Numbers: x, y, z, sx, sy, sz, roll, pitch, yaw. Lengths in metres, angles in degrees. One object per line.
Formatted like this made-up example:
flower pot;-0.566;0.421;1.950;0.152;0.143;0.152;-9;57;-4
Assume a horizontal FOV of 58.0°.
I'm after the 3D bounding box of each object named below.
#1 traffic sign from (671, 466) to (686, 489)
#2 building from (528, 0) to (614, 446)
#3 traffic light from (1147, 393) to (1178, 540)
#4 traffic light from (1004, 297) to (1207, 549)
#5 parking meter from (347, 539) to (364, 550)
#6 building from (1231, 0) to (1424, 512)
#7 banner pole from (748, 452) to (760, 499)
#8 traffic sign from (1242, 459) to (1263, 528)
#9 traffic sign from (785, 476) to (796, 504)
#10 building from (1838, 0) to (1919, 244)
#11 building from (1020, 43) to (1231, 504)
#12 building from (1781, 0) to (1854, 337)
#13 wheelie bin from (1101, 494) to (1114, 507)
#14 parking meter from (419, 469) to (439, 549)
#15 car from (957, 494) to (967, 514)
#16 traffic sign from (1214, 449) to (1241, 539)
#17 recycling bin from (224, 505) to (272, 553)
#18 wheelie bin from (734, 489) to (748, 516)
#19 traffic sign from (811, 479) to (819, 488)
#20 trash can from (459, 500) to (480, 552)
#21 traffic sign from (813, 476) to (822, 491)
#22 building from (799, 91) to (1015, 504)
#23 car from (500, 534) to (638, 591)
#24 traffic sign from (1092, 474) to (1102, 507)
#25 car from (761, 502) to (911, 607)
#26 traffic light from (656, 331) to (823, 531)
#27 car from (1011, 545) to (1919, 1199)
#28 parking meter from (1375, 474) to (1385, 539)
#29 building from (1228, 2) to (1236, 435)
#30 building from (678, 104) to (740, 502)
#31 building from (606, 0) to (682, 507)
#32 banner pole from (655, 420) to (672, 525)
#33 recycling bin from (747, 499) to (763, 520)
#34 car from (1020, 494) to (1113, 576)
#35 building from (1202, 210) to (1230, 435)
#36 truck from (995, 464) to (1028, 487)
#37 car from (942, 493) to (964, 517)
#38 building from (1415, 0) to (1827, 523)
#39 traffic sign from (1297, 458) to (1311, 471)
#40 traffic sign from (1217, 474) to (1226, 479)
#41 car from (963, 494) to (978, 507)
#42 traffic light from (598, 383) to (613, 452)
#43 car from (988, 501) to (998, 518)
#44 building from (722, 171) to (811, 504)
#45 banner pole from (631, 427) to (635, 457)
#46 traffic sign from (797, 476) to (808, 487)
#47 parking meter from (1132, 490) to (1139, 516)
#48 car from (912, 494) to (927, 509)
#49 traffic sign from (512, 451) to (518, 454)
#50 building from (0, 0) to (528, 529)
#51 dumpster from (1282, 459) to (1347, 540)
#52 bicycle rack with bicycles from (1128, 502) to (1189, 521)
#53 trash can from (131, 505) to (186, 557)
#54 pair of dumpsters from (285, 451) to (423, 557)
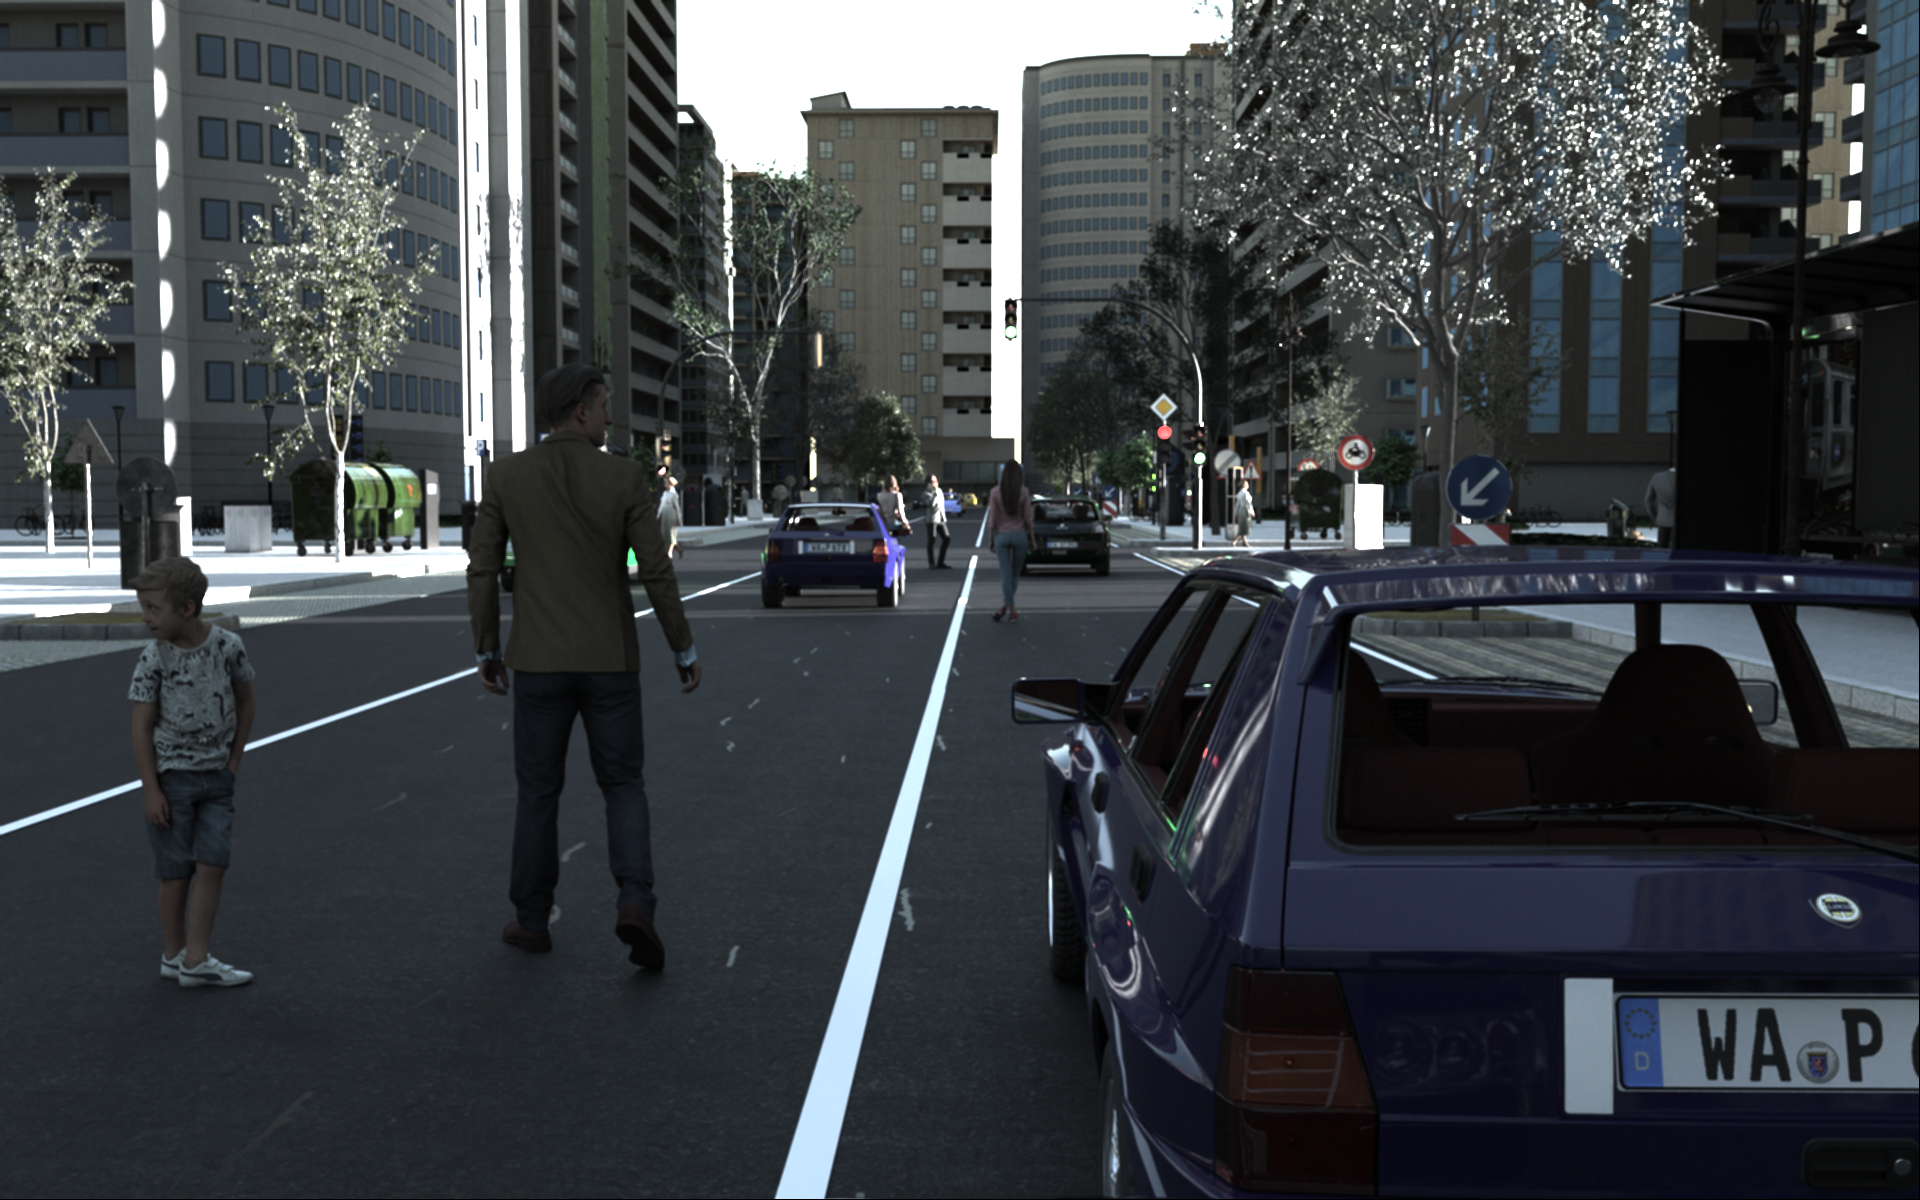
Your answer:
traffic sign;-12.761;-4.785;78.343;0.768;2.556;0.104;1;4;9
building;-29.578;-25.747;104.555;14.154;41.232;14.086;0;4;1
traffic light;5.635;-3.625;48.193;0.839;4.253;0.868;0;4;1
traffic light;3.394;-4.002;40.107;4.771;5.953;1.251;0;4;1
parking meter;-13.969;-2.095;39.969;0.255;1.863;0.399;1;4;17
building;34.072;-31.512;138.924;21.300;48.544;21.600;0;4;1
banner pole;-12.266;-6.895;102.744;0.863;3.779;0.401;0;4;-6
traffic sign;10.928;-3.980;65.079;0.884;2.594;0.081;0;4;5
traffic sign;-11.686;-7.296;119.400;0.768;2.556;0.104;0;4;2
building;45.031;-25.522;67.390;14.200;45.320;14.600;0;4;1
building;22.309;-42.084;230.064;28.212;58.520;21.231;0;4;1
building;67.183;-35.465;169.099;27.495;52.752;28.713;0;4;1
wheelie bin;8.651;-5.711;101.290;0.980;1.594;0.693;2;4;25
parking meter;-12.358;-2.119;40.351;0.255;1.863;0.399;3;5;40
car;-0.461;-7.179;127.597;2.015;1.641;3.980;0;4;-1
traffic sign;7.590;-3.004;49.223;0.768;2.556;0.104;0;4;5
recycling bin;-15.678;-1.565;38.149;0.722;1.027;0.722;1;4;23
wheelie bin;-12.870;-5.753;101.969;0.980;1.594;0.693;2;4;30
traffic sign;-10.086;-7.242;120.534;0.606;2.300;0.079;0;4;3
trash can;-10.708;-1.631;38.316;0.748;1.137;0.748;0;3;0
traffic sign;-10.251;-7.578;124.013;0.768;2.556;0.104;1;4;9
building;-6.350;-39.494;234.973;27.495;52.752;28.713;0;4;1
car;-5.884;-1.113;26.992;1.959;1.807;4.718;0;4;0
traffic sign;8.728;-6.679;109.312;0.768;2.556;0.104;0;4;6
car;-1.648;-0.656;23.305;1.945;1.354;3.894;0;4;0
traffic light;-6.231;-4.512;48.431;4.771;5.953;1.251;0;4;1
car;1.097;0.528;3.942;1.945;1.354;3.894;0;4;1
parking meter;12.134;-2.714;50.092;0.255;1.863;0.399;1;4;18
building;34.319;-44.101;159.298;20.563;71.187;20.611;0;4;1
building;-34.777;-29.226;169.725;23.993;40.220;32.217;0;4;1
building;-34.282;-31.234;134.378;21.300;48.544;21.600;0;4;1
banner pole;-10.140;-4.221;59.031;0.401;3.779;0.863;3;5;41
recycling bin;-10.076;-4.432;85.019;0.722;1.027;0.722;-1;4;-12
car;1.836;-1.350;31.860;2.009;1.686;4.222;0;4;2
building;31.668;-24.845;177.919;14.160;30.474;14.107;0;4;1
truck;4.471;-9.804;150.055;2.967;4.110;18.799;0;4;2
car;-0.733;-6.091;109.173;1.945;1.707;3.694;0;4;1
building;30.551;-26.420;82.071;14.600;45.320;14.200;0;4;1
traffic sign;12.337;-3.748;61.393;0.768;2.556;0.104;1;4;9
traffic sign;9.515;-3.752;61.347;0.884;2.594;0.081;0;4;4
car;1.016;-11.565;199.313;2.015;1.641;3.980;0;4;0
traffic light;-8.472;-3.152;40.451;0.839;4.253;0.868;0;4;1
car;2.487;-4.755;86.782;2.155;1.783;4.494;0;3;0
building;-34.585;-35.349;232.577;28.867;44.769;22.147;0;4;1
banner pole;-12.189;-4.561;64.590;0.401;3.779;0.863;-1;4;-19
traffic sign;-10.922;-7.328;119.924;0.768;2.556;0.104;0;4;6
parking meter;10.377;-5.744;102.323;0.372;1.533;0.369;0;3;0
car;-3.505;-9.371;163.006;2.009;1.686;4.222;0;4;2
traffic sign;-12.908;-3.099;50.774;0.768;2.556;0.104;0;4;4
building;-32.934;-32.599;74.990;21.231;58.520;28.212;0;4;1
dumpster;9.980;-2.832;48.796;1.502;2.255;1.985;0;4;1
bicycle rack with bicycles;9.384;-4.198;82.019;2.925;0.926;2.852;0;4;3
trash can;-10.867;-0.721;23.442;0.748;1.137;0.748;0;3;0
pair of dumpsters;-13.053;-2.138;37.446;1.574;2.255;4.437;0;4;1
